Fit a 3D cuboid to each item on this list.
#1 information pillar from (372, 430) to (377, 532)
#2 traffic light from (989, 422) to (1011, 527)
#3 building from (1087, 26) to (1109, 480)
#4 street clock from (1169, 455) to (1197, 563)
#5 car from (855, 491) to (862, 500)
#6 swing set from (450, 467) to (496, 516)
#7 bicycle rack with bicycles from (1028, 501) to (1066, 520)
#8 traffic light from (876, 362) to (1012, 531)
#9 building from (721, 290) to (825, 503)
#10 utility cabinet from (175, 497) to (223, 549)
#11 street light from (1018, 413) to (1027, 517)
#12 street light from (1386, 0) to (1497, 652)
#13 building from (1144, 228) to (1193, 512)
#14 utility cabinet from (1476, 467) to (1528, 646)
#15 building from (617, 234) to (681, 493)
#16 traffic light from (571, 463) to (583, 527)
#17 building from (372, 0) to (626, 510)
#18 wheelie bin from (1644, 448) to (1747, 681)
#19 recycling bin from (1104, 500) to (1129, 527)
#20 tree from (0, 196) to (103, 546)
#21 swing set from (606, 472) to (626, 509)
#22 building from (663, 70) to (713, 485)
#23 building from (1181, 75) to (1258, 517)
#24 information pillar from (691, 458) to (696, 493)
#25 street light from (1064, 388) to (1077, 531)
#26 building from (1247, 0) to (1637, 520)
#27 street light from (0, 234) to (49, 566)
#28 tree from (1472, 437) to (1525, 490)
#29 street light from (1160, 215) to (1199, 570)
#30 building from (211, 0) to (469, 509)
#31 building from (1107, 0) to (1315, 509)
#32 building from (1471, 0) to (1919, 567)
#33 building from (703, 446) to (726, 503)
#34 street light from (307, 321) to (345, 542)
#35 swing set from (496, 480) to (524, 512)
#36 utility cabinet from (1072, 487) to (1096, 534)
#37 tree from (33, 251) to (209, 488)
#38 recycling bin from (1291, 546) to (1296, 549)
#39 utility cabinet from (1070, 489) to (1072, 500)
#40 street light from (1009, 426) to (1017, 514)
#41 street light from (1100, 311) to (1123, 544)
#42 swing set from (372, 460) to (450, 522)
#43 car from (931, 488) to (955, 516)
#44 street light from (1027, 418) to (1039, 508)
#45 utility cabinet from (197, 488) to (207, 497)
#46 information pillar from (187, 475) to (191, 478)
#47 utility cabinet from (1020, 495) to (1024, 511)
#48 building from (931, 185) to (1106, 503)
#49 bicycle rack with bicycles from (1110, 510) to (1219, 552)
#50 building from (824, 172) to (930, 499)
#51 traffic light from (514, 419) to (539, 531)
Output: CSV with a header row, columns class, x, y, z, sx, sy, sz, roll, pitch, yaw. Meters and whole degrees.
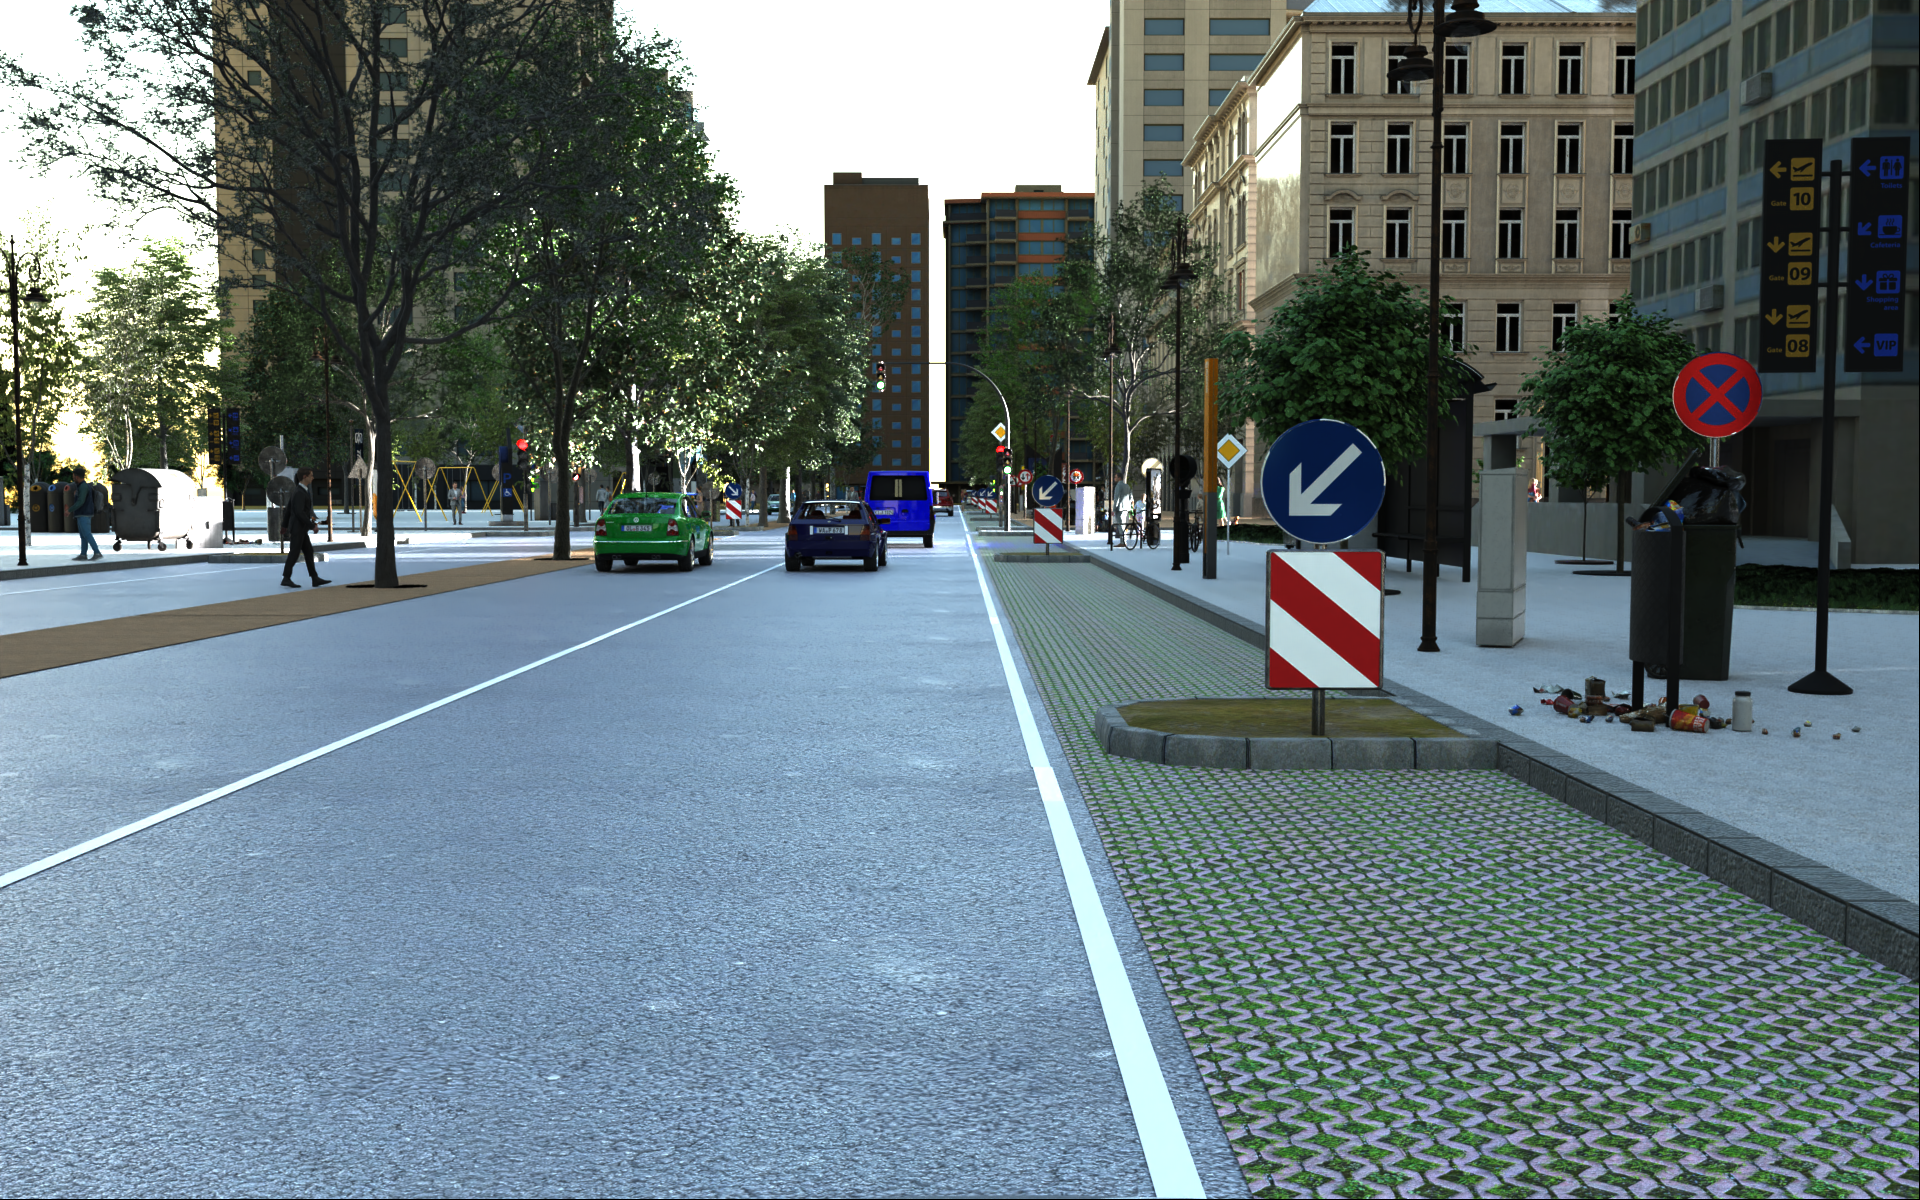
class,x,y,z,sx,sy,sz,roll,pitch,yaw
information pillar,-19.780,-4.123,58.773,0.183,3.616,0.504,1,4,9
traffic light,1.575,-4.820,67.726,0.839,4.253,0.868,0,4,0
building,29.414,-36.933,193.097,28.713,52.752,27.495,0,4,0
street clock,4.134,-1.686,32.133,0.471,2.002,0.358,3,5,43
car,-12.716,-12.473,212.598,2.281,1.827,5.304,0,4,-1
swing set,-29.295,-6.294,100.533,3.119,2.851,2.862,2,4,33
bicycle rack with bicycles,4.562,-4.377,84.949,2.852,0.926,2.925,0,4,7
traffic light,-0.492,-5.194,59.593,4.771,5.953,1.251,0,4,0
building,-26.385,-28.919,244.531,14.107,30.474,14.160,0,4,0
utility cabinet,-17.947,-1.814,40.815,1.020,1.237,0.306,-2,4,-32
street light,3.612,-7.556,96.325,0.468,5.910,1.993,0,4,0
street light,3.831,-2.519,13.978,0.468,5.910,1.993,0,4,0
building,21.288,-17.633,130.095,13.314,21.916,24.055,0,4,0
utility cabinet,4.668,-0.382,14.930,0.318,1.500,1.173,1,4,23
building,-35.711,-24.381,170.323,14.160,30.474,14.107,0,4,0
traffic light,-12.895,-5.690,67.700,4.771,5.953,1.251,0,4,0
building,-39.151,-43.637,151.723,20.563,71.187,20.611,0,4,0
wheelie bin,5.148,-0.261,12.180,0.693,1.594,0.980,1,4,22
recycling bin,6.157,-3.399,68.123,0.722,1.027,0.722,-2,4,-32
tree,-23.337,-5.666,42.997,4.737,8.622,4.395,0,3,0
swing set,-23.734,-7.714,123.746,2.862,2.851,3.119,-1,4,-22
building,-43.845,-35.228,195.585,30.456,49.044,23.786,0,4,0
building,21.799,-19.468,105.684,14.401,28.519,23.554,0,4,0
information pillar,-17.268,-7.401,112.368,0.183,3.616,0.504,-3,5,-42
street light,3.708,-5.296,59.383,0.468,5.910,1.993,0,4,0
building,27.295,-17.497,83.347,25.104,27.353,12.463,0,4,0
street light,-16.858,-3.559,30.974,0.468,5.910,1.993,0,4,0
tree,15.525,-3.413,50.401,1.663,3.219,1.824,0,3,0
street light,3.650,-3.440,29.025,0.468,5.910,1.993,0,4,0
building,-69.834,-46.372,196.433,20.611,71.187,20.563,0,4,0
building,24.573,-38.044,164.013,21.231,58.520,28.212,0,4,0
building,28.728,-21.050,36.057,32.217,40.220,23.993,0,4,0
building,-40.690,-36.308,243.739,14.200,45.320,14.600,0,4,0
street light,-16.946,-4.505,46.438,0.468,5.910,1.993,0,4,0
swing set,-31.347,-7.426,119.034,2.862,2.851,3.119,-1,4,-12
utility cabinet,3.985,-2.843,55.161,0.318,1.500,1.173,1,4,22
tree,-25.211,-6.196,51.675,4.360,8.622,3.978,0,3,0
recycling bin,7.116,-1.376,35.052,0.722,1.027,0.722,3,4,37
utility cabinet,5.481,-4.466,81.701,0.318,1.500,1.173,-1,4,-10
street light,3.611,-8.514,111.989,0.468,5.910,1.993,0,4,0
street light,3.834,-4.358,44.042,0.468,5.910,1.993,0,4,0
swing set,-26.189,-5.138,81.631,2.862,2.851,3.119,0,4,8
car,-1.459,-6.369,112.807,2.281,1.827,5.304,0,4,1
street light,3.542,-6.637,81.307,0.468,5.910,1.993,0,4,0
utility cabinet,-26.261,-3.139,60.002,0.318,1.500,1.173,-2,4,-26
information pillar,-30.535,-3.906,68.350,0.304,2.012,0.304,3,5,40
utility cabinet,4.839,-7.540,134.433,0.306,1.237,1.020,1,4,12
building,10.352,-36.282,247.829,28.867,44.769,22.147,0,4,0
bicycle rack with bicycles,4.815,-1.605,39.627,2.852,0.926,2.925,2,4,29
building,-11.428,-36.302,243.642,14.200,45.320,14.600,0,4,0
traffic light,-14.961,-4.327,59.673,0.839,4.253,0.868,0,4,0
